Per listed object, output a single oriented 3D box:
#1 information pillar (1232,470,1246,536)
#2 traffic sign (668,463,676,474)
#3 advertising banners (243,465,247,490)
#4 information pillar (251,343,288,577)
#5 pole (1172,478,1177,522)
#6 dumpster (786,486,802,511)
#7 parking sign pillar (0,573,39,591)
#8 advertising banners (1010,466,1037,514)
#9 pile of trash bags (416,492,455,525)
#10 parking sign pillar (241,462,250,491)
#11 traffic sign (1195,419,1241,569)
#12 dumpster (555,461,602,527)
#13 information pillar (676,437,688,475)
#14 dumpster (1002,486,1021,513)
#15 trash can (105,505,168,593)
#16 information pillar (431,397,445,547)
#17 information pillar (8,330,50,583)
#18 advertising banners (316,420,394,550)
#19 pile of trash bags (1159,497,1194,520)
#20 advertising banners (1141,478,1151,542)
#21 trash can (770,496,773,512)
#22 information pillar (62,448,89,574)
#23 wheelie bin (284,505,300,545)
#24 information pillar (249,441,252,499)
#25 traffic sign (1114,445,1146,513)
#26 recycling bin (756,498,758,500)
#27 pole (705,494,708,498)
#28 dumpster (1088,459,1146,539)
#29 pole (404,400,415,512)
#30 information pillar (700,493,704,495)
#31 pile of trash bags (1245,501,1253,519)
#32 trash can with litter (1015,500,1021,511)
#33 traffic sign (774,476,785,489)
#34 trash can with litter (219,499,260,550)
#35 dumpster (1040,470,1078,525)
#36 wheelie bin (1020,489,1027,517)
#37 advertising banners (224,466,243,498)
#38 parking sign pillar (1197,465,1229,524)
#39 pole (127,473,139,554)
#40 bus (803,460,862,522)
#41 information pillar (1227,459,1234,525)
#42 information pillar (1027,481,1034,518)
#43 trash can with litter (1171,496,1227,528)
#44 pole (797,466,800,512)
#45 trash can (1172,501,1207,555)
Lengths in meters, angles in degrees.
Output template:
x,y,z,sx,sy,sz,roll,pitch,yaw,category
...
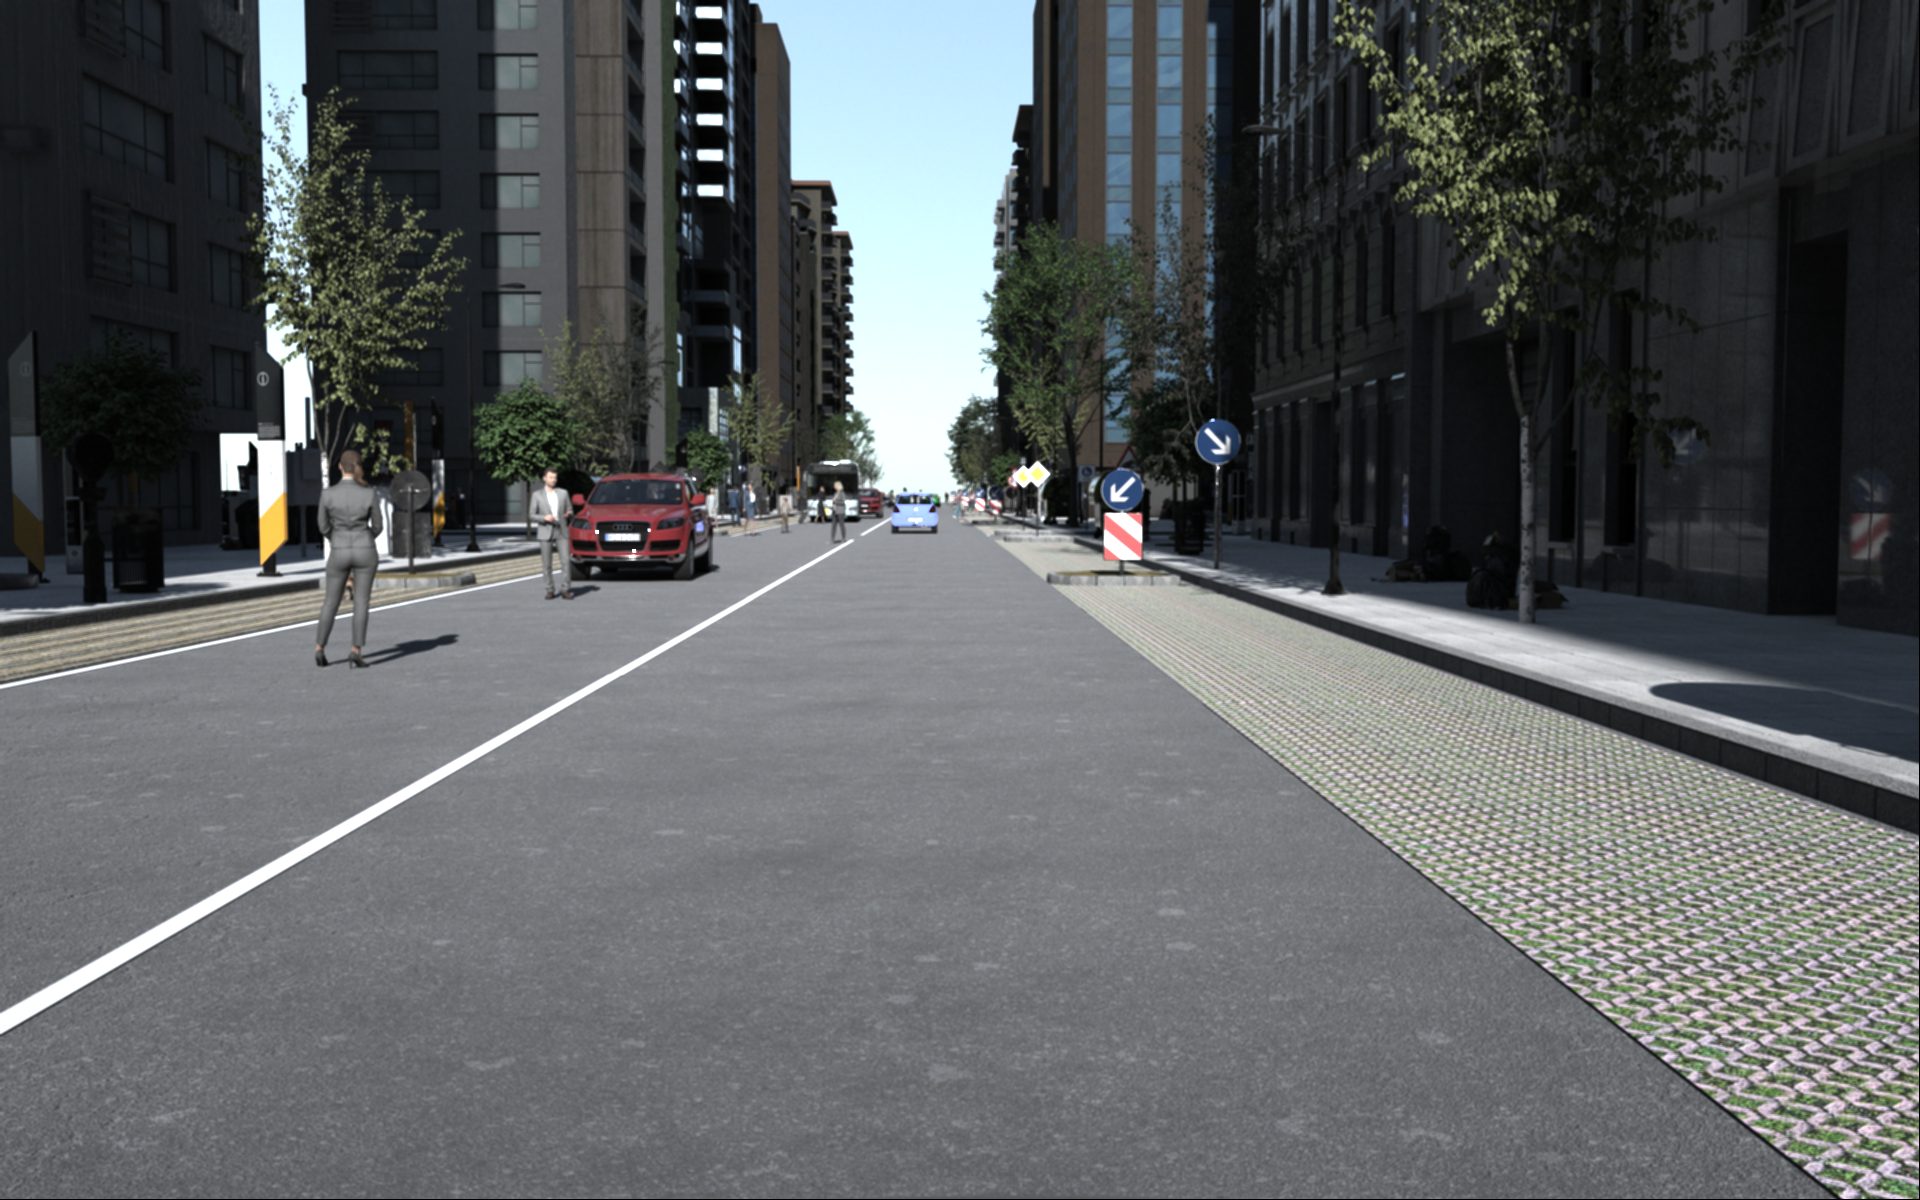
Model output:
x,y,z,sx,sy,sz,roll,pitch,yaw,category
8.608,-2.995,53.458,0.304,2.012,0.304,-2,4,-28,information pillar
-11.741,-4.370,71.558,0.768,2.556,0.104,0,4,8,traffic sign
-42.893,-6.684,105.477,2.074,3.025,0.090,-1,4,-16,advertising banners
-10.667,-2.169,26.820,0.504,3.616,0.183,1,4,20,information pillar
9.990,-5.298,80.462,0.158,3.312,0.155,0,3,0,pole
-12.344,-7.533,128.914,1.264,1.857,1.865,0,4,-1,dumpster
-13.280,-2.131,23.315,1.447,3.967,1.447,-2,4,-26,parking sign pillar
4.201,-6.942,109.697,2.074,3.025,0.090,0,4,6,advertising banners
-22.392,-3.828,72.337,3.447,1.369,1.912,-2,4,-34,pile of trash bags
-53.684,-8.678,130.356,1.447,3.967,1.447,0,4,-2,parking sign pillar
4.386,-1.800,29.542,0.768,2.556,0.104,0,4,0,traffic sign
-11.141,-2.937,50.509,1.502,2.255,1.985,0,4,-1,dumpster
-11.249,-4.819,70.140,0.504,3.616,0.183,0,4,-8,information pillar
3.473,-6.813,117.158,1.264,1.857,1.865,0,4,-1,dumpster
-10.715,-0.668,22.574,0.748,1.137,0.748,0,3,0,trash can
-12.609,-3.087,41.835,0.183,3.616,0.504,-3,5,-40,information pillar
-13.416,-2.052,24.905,0.504,3.616,0.183,1,4,19,information pillar
-14.055,-2.700,40.328,0.090,3.025,2.074,3,4,37,advertising banners
11.644,-4.728,87.049,3.447,1.369,1.912,3,4,36,pile of trash bags
5.009,-3.099,46.862,0.090,3.025,2.074,1,4,13,advertising banners
-13.559,-6.792,122.699,0.748,1.137,0.748,0,3,0,trash can
-14.129,-1.423,27.762,0.304,2.012,0.304,0,4,4,information pillar
-17.048,-2.178,43.521,0.980,1.594,0.693,-2,4,-35,wheelie bin
-31.109,-5.198,76.347,0.183,3.616,0.504,2,4,25,information pillar
4.433,-2.781,45.479,0.884,2.594,0.081,0,4,4,traffic sign
-13.489,-6.063,111.678,0.722,1.027,0.722,-2,4,-28,recycling bin
-14.940,-6.618,102.047,0.158,3.312,0.155,0,3,0,pole
4.453,-2.847,49.043,1.502,2.255,1.985,0,4,-1,dumpster
-11.960,-2.679,37.647,0.158,3.312,0.155,0,3,0,pole
-14.504,-6.429,96.476,0.504,3.616,0.183,-2,4,-31,information pillar
14.658,-4.854,89.113,1.912,1.369,3.447,-2,4,-26,pile of trash bags
4.615,-7.373,131.930,0.624,1.170,1.055,-3,4,-37,trash can with litter
-12.503,-7.326,119.893,0.768,2.556,0.104,0,4,2,traffic sign
-16.481,-1.740,39.831,0.624,1.170,1.055,1,4,19,trash can with litter
4.106,-4.234,71.715,1.502,2.255,1.985,0,4,-1,dumpster
3.709,-5.412,96.400,0.693,1.594,0.980,0,4,4,wheelie bin
-27.771,-4.152,64.067,2.074,3.025,0.090,-1,4,-19,advertising banners
11.079,-5.344,75.842,1.447,3.967,1.447,-1,4,-15,parking sign pillar
-17.794,-2.655,37.245,0.158,3.312,0.155,0,3,0,pole
-6.628,-5.958,92.266,2.948,3.499,13.247,0,4,-3,bus
11.088,-4.861,70.832,0.183,3.616,0.504,2,4,26,information pillar
3.747,-5.365,92.205,0.304,2.012,0.304,3,4,38,information pillar
8.973,-3.357,65.939,1.678,1.210,2.233,-2,4,-34,trash can with litter
-11.808,-8.123,126.659,0.158,3.312,0.155,0,3,0,pole
4.820,-1.516,36.435,0.748,1.137,0.748,0,3,0,trash can
